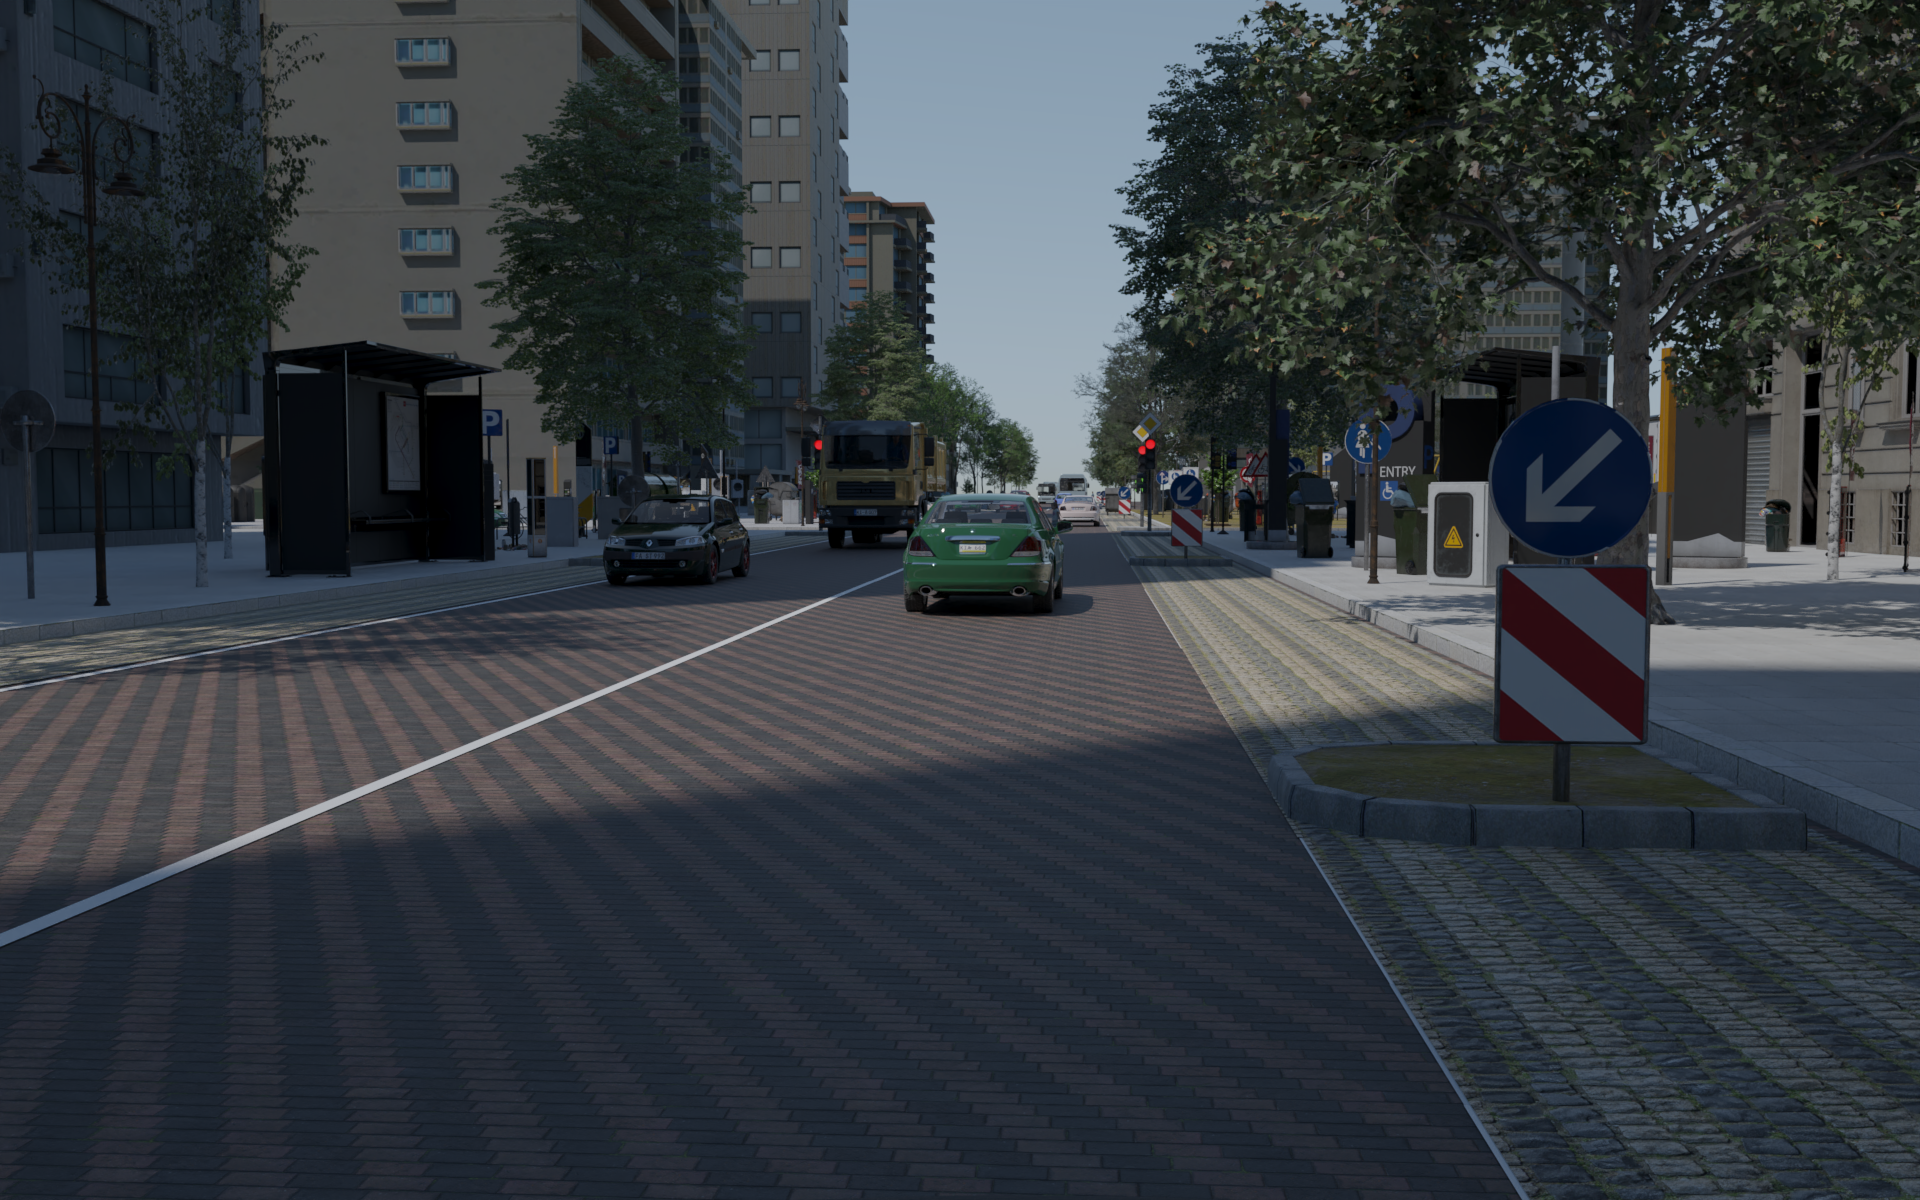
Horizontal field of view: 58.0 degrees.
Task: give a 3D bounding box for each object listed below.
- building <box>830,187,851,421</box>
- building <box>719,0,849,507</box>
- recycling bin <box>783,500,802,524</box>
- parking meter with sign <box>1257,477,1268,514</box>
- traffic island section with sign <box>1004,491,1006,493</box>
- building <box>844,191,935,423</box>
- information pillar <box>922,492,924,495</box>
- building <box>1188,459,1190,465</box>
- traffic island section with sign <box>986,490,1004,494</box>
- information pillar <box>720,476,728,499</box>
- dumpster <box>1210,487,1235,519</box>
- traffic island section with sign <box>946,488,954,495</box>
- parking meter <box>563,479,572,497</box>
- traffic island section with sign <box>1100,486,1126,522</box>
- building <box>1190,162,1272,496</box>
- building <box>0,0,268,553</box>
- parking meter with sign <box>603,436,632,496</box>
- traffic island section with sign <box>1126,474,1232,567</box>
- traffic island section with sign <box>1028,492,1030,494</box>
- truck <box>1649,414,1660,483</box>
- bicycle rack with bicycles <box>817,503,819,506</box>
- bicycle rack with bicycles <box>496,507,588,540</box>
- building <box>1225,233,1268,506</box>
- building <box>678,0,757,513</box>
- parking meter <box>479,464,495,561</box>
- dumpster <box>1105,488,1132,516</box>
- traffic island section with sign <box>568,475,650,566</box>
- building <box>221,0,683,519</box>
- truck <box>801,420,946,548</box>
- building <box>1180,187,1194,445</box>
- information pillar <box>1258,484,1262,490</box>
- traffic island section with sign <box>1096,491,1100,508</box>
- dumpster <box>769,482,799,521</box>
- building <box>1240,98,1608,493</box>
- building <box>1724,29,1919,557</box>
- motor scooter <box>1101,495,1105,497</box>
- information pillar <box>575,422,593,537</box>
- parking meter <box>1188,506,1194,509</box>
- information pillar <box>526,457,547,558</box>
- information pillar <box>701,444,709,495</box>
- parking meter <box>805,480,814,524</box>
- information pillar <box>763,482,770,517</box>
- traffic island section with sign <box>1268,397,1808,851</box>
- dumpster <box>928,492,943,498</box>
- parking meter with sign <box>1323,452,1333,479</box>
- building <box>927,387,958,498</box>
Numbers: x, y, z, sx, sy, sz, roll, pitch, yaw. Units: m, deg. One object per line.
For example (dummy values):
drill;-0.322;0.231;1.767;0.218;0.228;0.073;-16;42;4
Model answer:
building;-25.415;-30.209;185.800;32.217;40.220;23.993;0;4;4
building;-24.897;-34.796;158.155;28.713;52.752;27.495;0;4;4
recycling bin;-7.156;-3.755;73.954;0.722;1.027;0.722;0;4;5
parking meter with sign;19.608;-6.971;110.231;1.738;3.016;0.543;-2;4;-26
traffic island section with sign;4.891;-11.393;194.901;1.989;1.847;2.006;0;4;4
building;-15.274;-36.601;253.056;22.147;44.769;28.867;0;4;4
information pillar;-2.655;-7.804;118.955;0.183;3.616;0.504;-3;5;-44
building;42.430;-37.596;264.801;14.600;45.320;14.200;0;4;4
traffic island section with sign;2.935;-9.749;168.017;1.989;1.847;2.006;0;4;4
information pillar;-9.718;-4.092;71.403;0.304;2.012;0.304;-1;4;-12
dumpster;13.348;-5.055;88.410;1.264;1.857;1.865;0;4;4
traffic island section with sign;-0.707;-6.670;117.674;1.989;1.847;2.006;0;4;4
parking meter;-15.549;-3.850;68.663;0.255;1.863;0.399;0;4;-1
traffic island section with sign;8.457;-5.001;90.393;1.989;1.847;2.006;0;4;4
building;44.219;-38.101;246.660;21.300;48.544;21.600;0;4;4
building;-26.305;-16.635;43.681;14.107;30.474;14.160;0;4;4
parking meter with sign;-10.102;-3.470;52.997;0.543;3.016;1.738;2;4;30
traffic island section with sign;4.421;-1.610;34.948;1.989;1.847;2.006;0;4;4
traffic island section with sign;10.888;-16.437;277.373;1.989;1.847;2.006;0;4;4
truck;30.160;-4.459;61.824;11.283;4.237;2.839;0;4;3
bicycle rack with bicycles;-9.161;-6.819;124.866;2.925;0.926;2.852;0;4;0
bicycle rack with bicycles;-11.648;-2.187;49.134;2.852;0.926;2.925;2;4;26
building;37.341;-26.120;198.757;14.160;30.474;14.107;0;4;4
building;-28.943;-26.489;124.983;32.217;40.220;23.993;0;4;4
parking meter;-9.183;-1.696;33.440;0.255;1.863;0.399;-3;5;-41
dumpster;10.485;-6.516;114.760;1.865;1.857;1.264;0;4;5
traffic island section with sign;-6.710;-1.623;35.165;1.989;1.847;2.006;0;4;4
building;-28.169;-28.755;93.853;21.300;48.544;21.600;0;4;4
truck;-2.083;-3.204;48.307;3.469;3.379;9.791;0;4;5
building;50.896;-42.565;285.169;28.713;52.752;27.495;0;4;4
information pillar;22.664;-7.755;131.281;0.304;2.012;0.304;-2;4;-30
traffic island section with sign;10.409;-6.645;117.277;1.989;1.847;2.006;0;4;4
dumpster;-8.494;-4.725;83.007;1.264;1.857;1.865;0;4;4
building;43.318;-28.830;163.258;32.217;40.220;23.993;0;4;4
building;26.482;-12.090;30.963;16.112;22.955;30.059;0;4;4
motor scooter;21.838;-15.361;263.923;0.815;1.314;1.986;0;4;3
information pillar;-11.228;-3.689;51.670;0.504;3.616;0.183;0;4;2
parking meter;12.829;-5.373;96.254;0.372;1.533;0.369;0;3;0
information pillar;-8.545;-1.863;34.958;0.304;2.012;0.304;-3;4;-37
information pillar;-11.919;-5.475;80.871;0.183;3.616;0.504;-3;5;-45
parking meter;-6.382;-4.145;73.487;0.255;1.863;0.399;1;4;17
information pillar;-9.855;-5.117;88.160;0.304;2.012;0.304;1;4;11
traffic island section with sign;2.465;0.043;7.923;1.989;1.847;2.006;0;4;4
dumpster;-1.784;-7.866;134.362;1.264;1.857;1.865;0;4;4
parking meter with sign;15.049;-4.627;71.912;0.543;3.016;1.738;1;4;22
building;-15.134;-26.766;282.660;27.650;21.520;28.899;0;4;4
